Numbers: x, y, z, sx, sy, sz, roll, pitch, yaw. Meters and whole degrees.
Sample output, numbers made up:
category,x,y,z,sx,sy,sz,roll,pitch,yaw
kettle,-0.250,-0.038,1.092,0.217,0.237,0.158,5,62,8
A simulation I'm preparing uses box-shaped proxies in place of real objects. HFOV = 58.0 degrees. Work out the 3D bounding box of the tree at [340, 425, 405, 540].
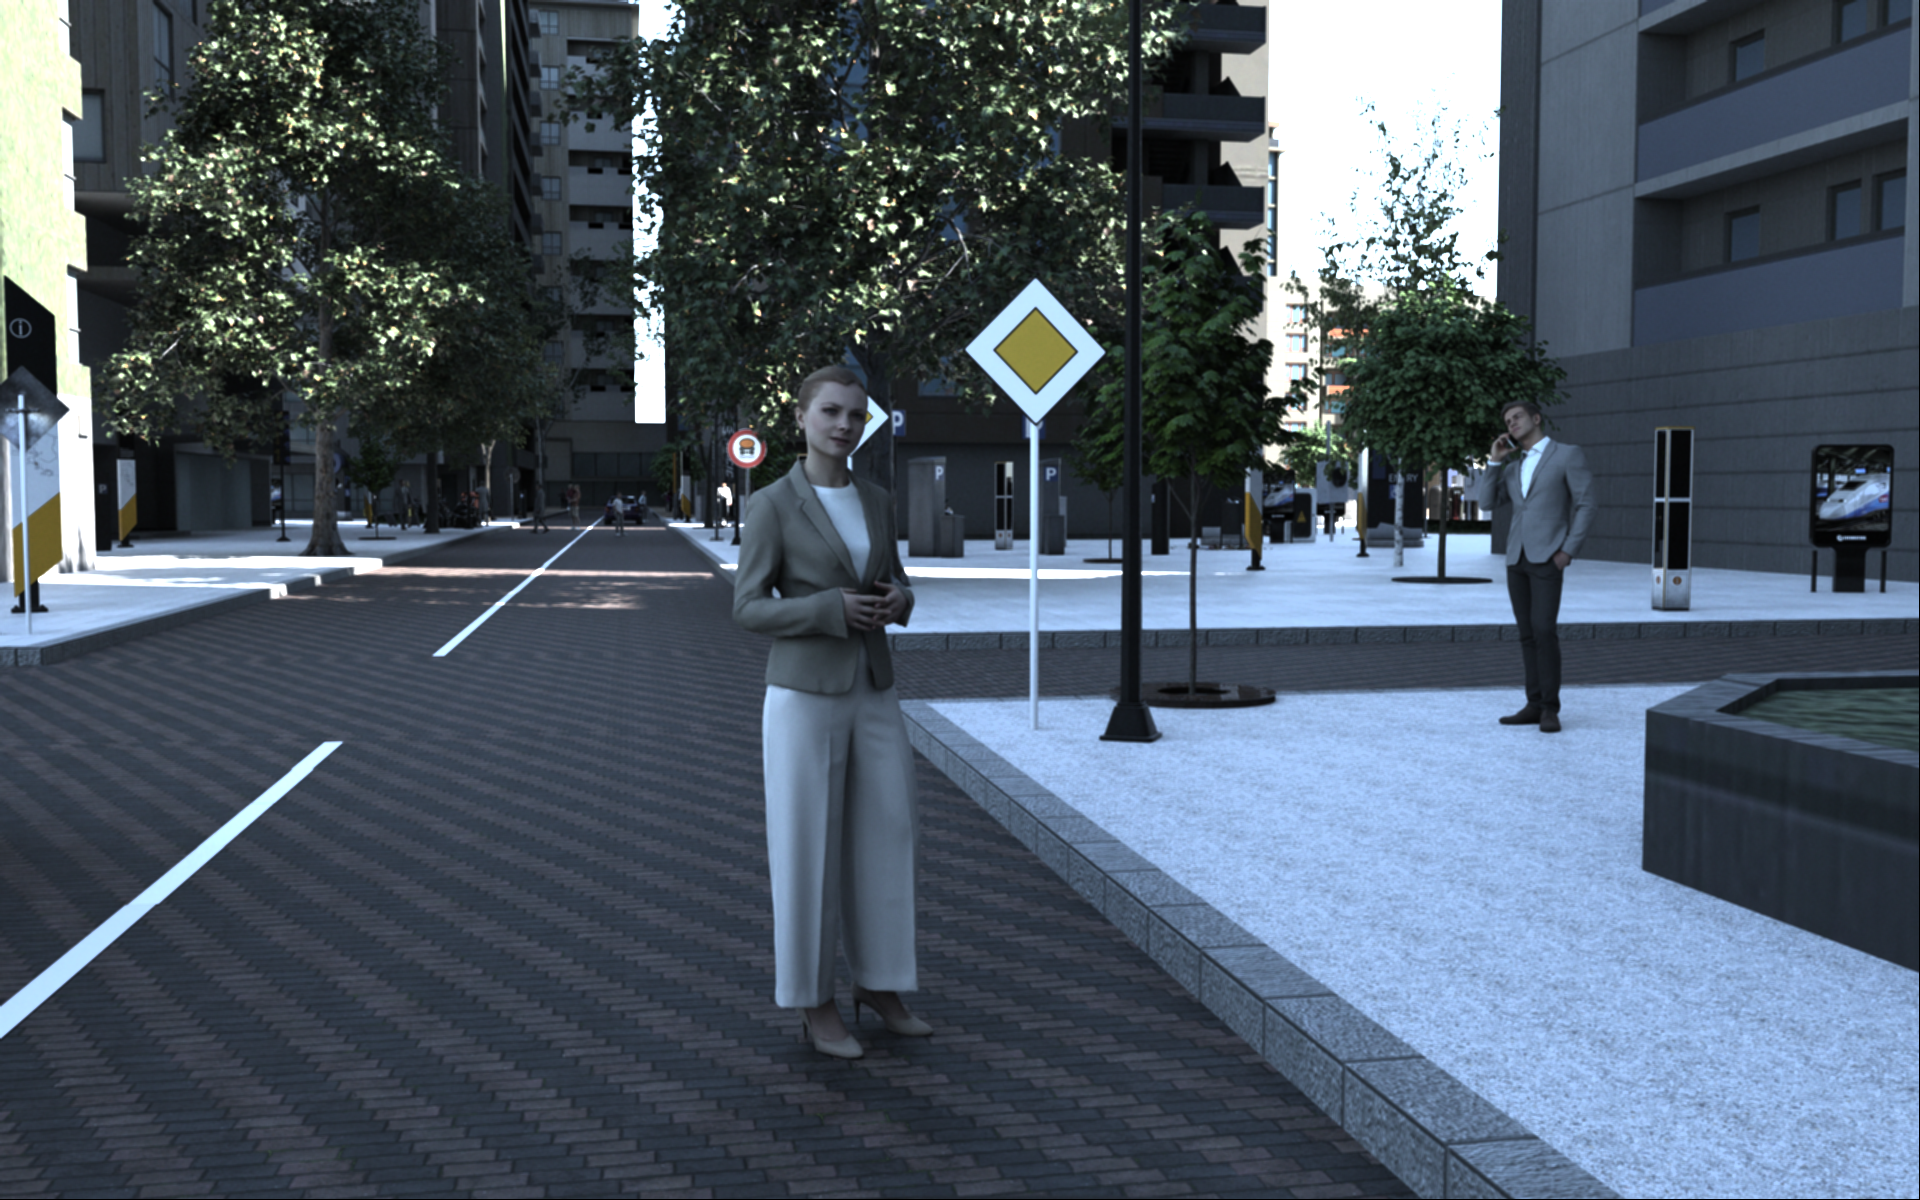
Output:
category,x,y,z,sx,sy,sz,roll,pitch,yaw
tree,-16.624,-3.319,48.875,1.663,3.219,1.824,0,3,0

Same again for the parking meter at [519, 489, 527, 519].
category,x,y,z,sx,sy,sz,roll,pitch,yaw
parking meter,-22.594,-4.961,89.519,0.372,1.533,0.369,0,3,0

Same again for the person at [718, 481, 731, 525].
category,x,y,z,sx,sy,sz,roll,pitch,yaw
person,-9.872,-4.057,72.218,0.661,1.843,0.795,-1,4,-19

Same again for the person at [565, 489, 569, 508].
category,x,y,z,sx,sy,sz,roll,pitch,yaw
person,-36.387,-9.449,161.057,0.617,1.759,0.750,2,4,32

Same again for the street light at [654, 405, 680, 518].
category,x,y,z,sx,sy,sz,roll,pitch,yaw
street light,-15.354,-7.241,90.931,1.470,5.913,1.316,-1,4,-11

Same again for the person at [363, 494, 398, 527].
category,x,y,z,sx,sy,sz,roll,pitch,yaw
person,-22.556,-3.734,67.303,0.699,1.804,1.509,3,5,39

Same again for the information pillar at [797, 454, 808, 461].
category,x,y,z,sx,sy,sz,roll,pitch,yaw
information pillar,-2.771,-1.671,31.807,0.304,2.012,0.304,3,4,39

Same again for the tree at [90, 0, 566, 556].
category,x,y,z,sx,sy,sz,roll,pitch,yaw
tree,-13.129,-7.267,35.824,9.611,12.733,9.660,0,3,0

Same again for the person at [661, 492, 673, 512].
category,x,y,z,sx,sy,sz,roll,pitch,yaw
person,-20.820,-6.989,123.542,0.991,1.433,0.599,0,4,-2

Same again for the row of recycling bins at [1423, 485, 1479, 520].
category,x,y,z,sx,sy,sz,roll,pitch,yaw
row of recycling bins,22.737,-4.504,80.745,3.534,1.692,1.069,1,4,18

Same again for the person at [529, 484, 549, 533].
category,x,y,z,sx,sy,sz,roll,pitch,yaw
person,-15.496,-3.371,63.718,0.767,1.812,0.694,-1,4,-16

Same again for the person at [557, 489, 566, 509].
category,x,y,z,sx,sy,sz,roll,pitch,yaw
person,-34.572,-8.791,150.310,0.617,1.759,0.750,2,4,34

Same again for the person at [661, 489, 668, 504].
category,x,y,z,sx,sy,sz,roll,pitch,yaw
person,-23.539,-8.121,139.617,1.217,1.735,0.721,1,4,14

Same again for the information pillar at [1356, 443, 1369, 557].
category,x,y,z,sx,sy,sz,roll,pitch,yaw
information pillar,8.218,-2.688,35.299,0.183,3.616,0.504,2,4,26

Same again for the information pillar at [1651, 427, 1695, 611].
category,x,y,z,sx,sy,sz,roll,pitch,yaw
information pillar,7.828,-0.889,19.026,0.304,2.012,0.304,0,4,-3

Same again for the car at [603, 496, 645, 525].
category,x,y,z,sx,sy,sz,roll,pitch,yaw
car,-15.915,-4.244,81.964,1.945,1.354,3.894,-1,4,-9

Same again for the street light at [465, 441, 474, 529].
category,x,y,z,sx,sy,sz,roll,pitch,yaw
street light,-17.374,-5.539,63.102,1.470,5.913,1.316,-1,4,-11

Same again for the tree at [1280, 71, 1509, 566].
category,x,y,z,sx,sy,sz,roll,pitch,yaw
tree,7.845,-4.929,30.955,4.737,8.622,4.395,0,3,0

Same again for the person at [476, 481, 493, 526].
category,x,y,z,sx,sy,sz,roll,pitch,yaw
person,-19.116,-3.872,69.448,0.694,1.812,0.767,-1,4,-23

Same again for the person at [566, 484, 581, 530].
category,x,y,z,sx,sy,sz,roll,pitch,yaw
person,-15.512,-3.736,69.555,0.580,1.828,0.573,0,4,-6

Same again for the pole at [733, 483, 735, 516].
category,x,y,z,sx,sy,sz,roll,pitch,yaw
pole,-11.102,-5.605,85.490,0.158,3.312,0.155,0,3,0

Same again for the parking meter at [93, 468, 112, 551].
category,x,y,z,sx,sy,sz,roll,pitch,yaw
parking meter,-19.375,-2.039,39.056,0.255,1.863,0.399,2,4,34

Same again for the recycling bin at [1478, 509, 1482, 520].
category,x,y,z,sx,sy,sz,roll,pitch,yaw
recycling bin,22.057,-3.639,72.056,0.722,1.027,0.722,3,5,43

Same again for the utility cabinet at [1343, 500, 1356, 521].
category,x,y,z,sx,sy,sz,roll,pitch,yaw
utility cabinet,18.571,-4.492,82.130,0.318,1.500,1.173,-1,4,-13

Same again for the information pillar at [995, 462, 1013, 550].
category,x,y,z,sx,sy,sz,roll,pitch,yaw
information pillar,1.009,-2.155,39.724,0.304,2.012,0.304,2,4,35

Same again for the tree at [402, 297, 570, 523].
category,x,y,z,sx,sy,sz,roll,pitch,yaw
tree,-20.982,-8.655,75.920,8.767,10.594,7.601,1,4,10

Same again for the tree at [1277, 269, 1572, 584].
category,x,y,z,sx,sy,sz,roll,pitch,yaw
tree,7.102,-2.543,25.288,4.285,4.588,4.351,0,3,0

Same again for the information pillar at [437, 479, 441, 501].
category,x,y,z,sx,sy,sz,roll,pitch,yaw
information pillar,-25.588,-4.903,84.662,0.304,2.012,0.304,1,4,19

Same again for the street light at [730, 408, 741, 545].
category,x,y,z,sx,sy,sz,roll,pitch,yaw
street light,-6.141,-4.330,43.332,1.470,5.913,1.316,-1,4,-11

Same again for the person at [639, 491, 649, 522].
category,x,y,z,sx,sy,sz,roll,pitch,yaw
person,-16.259,-4.812,88.991,0.330,1.601,0.589,2,4,29

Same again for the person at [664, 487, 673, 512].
category,x,y,z,sx,sy,sz,roll,pitch,yaw
person,-21.200,-7.362,126.375,0.705,1.831,1.348,1,4,15

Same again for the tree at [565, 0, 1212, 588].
category,x,y,z,sx,sy,sz,roll,pitch,yaw
tree,-1.109,-6.538,23.911,9.611,12.733,9.660,0,3,0

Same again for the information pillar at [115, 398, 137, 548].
category,x,y,z,sx,sy,sz,roll,pitch,yaw
information pillar,-20.041,-3.074,41.615,0.183,3.616,0.504,1,4,20

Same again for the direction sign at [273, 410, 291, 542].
category,x,y,z,sx,sy,sz,roll,pitch,yaw
direction sign,-18.349,-3.356,46.874,0.379,3.537,0.876,0,4,7

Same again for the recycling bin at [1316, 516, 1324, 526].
category,x,y,z,sx,sy,sz,roll,pitch,yaw
recycling bin,14.606,-3.533,70.327,0.722,1.027,0.722,3,5,44

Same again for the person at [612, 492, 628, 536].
category,x,y,z,sx,sy,sz,roll,pitch,yaw
person,-11.718,-2.968,59.622,0.523,1.515,0.503,0,4,-1

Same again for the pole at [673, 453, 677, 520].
category,x,y,z,sx,sy,sz,roll,pitch,yaw
pole,-14.083,-5.609,85.549,0.158,3.312,0.155,0,3,0

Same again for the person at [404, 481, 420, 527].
category,x,y,z,sx,sy,sz,roll,pitch,yaw
person,-21.281,-3.726,67.182,0.699,1.804,1.509,0,4,3

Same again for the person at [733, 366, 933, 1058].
category,x,y,z,sx,sy,sz,roll,pitch,yaw
person,-0.306,0.282,4.432,0.519,1.759,0.362,-3,5,-40

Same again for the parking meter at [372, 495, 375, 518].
category,x,y,z,sx,sy,sz,roll,pitch,yaw
parking meter,-26.692,-4.288,78.519,0.372,1.533,0.369,0,3,0

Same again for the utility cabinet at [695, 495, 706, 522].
category,x,y,z,sx,sy,sz,roll,pitch,yaw
utility cabinet,-11.989,-4.234,80.393,0.306,1.237,1.020,1,4,10

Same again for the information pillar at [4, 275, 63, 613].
category,x,y,z,sx,sy,sz,roll,pitch,yaw
information pillar,-10.025,-1.674,18.724,0.504,3.616,0.183,-2,4,-33

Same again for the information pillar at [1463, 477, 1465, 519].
category,x,y,z,sx,sy,sz,roll,pitch,yaw
information pillar,21.462,-4.200,73.170,0.304,2.012,0.304,-2,4,-30

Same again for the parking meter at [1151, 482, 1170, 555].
category,x,y,z,sx,sy,sz,roll,pitch,yaw
parking meter,4.237,-1.725,36.610,0.372,1.533,0.369,0,3,0

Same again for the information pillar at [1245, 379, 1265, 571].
category,x,y,z,sx,sy,sz,roll,pitch,yaw
information pillar,4.943,-2.306,29.058,0.183,3.616,0.504,3,4,36

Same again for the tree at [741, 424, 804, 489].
category,x,y,z,sx,sy,sz,roll,pitch,yaw
tree,-4.317,-2.783,40.103,1.663,3.219,1.824,0,3,0

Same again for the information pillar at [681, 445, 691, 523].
category,x,y,z,sx,sy,sz,roll,pitch,yaw
information pillar,-12.335,-5.297,77.961,0.183,3.616,0.504,3,5,40

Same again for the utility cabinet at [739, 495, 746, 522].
category,x,y,z,sx,sy,sz,roll,pitch,yaw
utility cabinet,-9.815,-4.165,79.253,0.306,1.237,1.020,-1,4,-22

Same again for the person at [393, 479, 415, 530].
category,x,y,z,sx,sy,sz,roll,pitch,yaw
person,-19.886,-3.408,61.884,0.709,1.813,0.853,-3,5,-40

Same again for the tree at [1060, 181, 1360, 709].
category,x,y,z,sx,sy,sz,roll,pitch,yaw
tree,1.580,-0.992,10.817,1.663,3.219,1.824,0,3,0

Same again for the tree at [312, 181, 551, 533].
category,x,y,z,sx,sy,sz,roll,pitch,yaw
tree,-17.420,-8.478,56.737,7.486,12.596,7.792,0,3,0

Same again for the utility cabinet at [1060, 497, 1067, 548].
category,x,y,z,sx,sy,sz,roll,pitch,yaw
utility cabinet,2.258,-1.884,41.971,0.306,1.237,1.020,-1,4,-19

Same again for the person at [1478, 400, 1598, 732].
category,x,y,z,sx,sy,sz,roll,pitch,yaw
person,3.173,-0.204,9.554,0.473,1.802,0.592,-1,4,-17

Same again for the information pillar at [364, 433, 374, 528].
category,x,y,z,sx,sy,sz,roll,pitch,yaw
information pillar,-22.279,-4.512,65.133,0.183,3.616,0.504,-3,5,-40

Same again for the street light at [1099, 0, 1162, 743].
category,x,y,z,sx,sy,sz,roll,pitch,yaw
street light,0.365,-2.219,8.826,1.470,5.913,1.316,-1,4,-11
